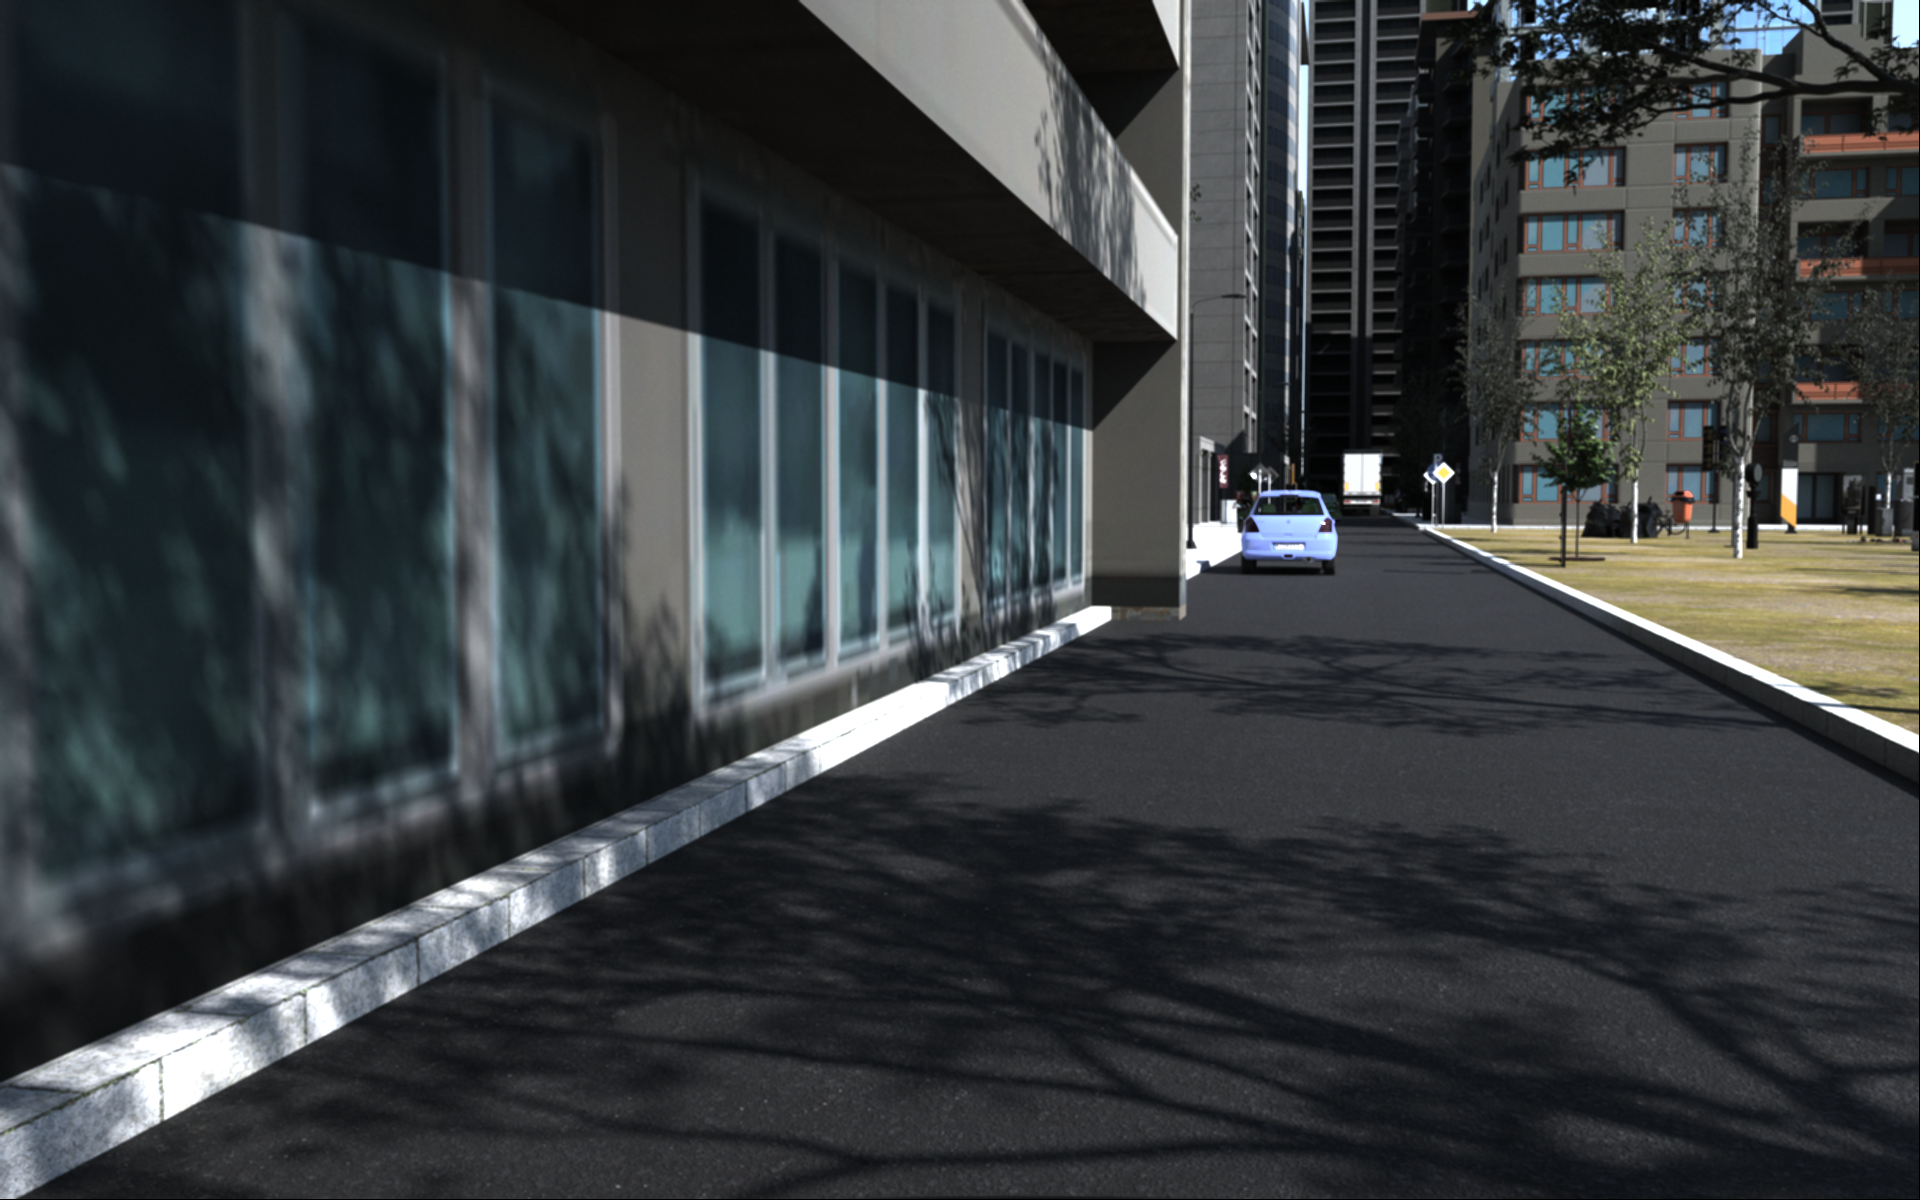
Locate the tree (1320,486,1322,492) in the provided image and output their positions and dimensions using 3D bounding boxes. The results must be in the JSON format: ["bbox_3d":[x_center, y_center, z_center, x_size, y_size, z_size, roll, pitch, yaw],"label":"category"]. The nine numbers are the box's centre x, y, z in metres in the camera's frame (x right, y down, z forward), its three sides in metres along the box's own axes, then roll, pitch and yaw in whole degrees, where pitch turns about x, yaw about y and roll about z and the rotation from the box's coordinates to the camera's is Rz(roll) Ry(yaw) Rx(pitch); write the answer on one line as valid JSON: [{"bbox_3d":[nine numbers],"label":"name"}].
[{"bbox_3d":[32.845,-10.373,164.199,1.663,3.219,1.824,0,3,0],"label":"tree"}]

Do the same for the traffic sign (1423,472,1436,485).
[{"bbox_3d":[19.252,-4.175,70.446,0.795,2.593,0.064,1,4,13],"label":"traffic sign"}]

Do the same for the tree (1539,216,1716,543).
[{"bbox_3d":[17.474,-5.807,45.300,4.737,8.622,4.395,0,3,0],"label":"tree"}]

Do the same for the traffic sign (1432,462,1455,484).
[{"bbox_3d":[17.504,-3.698,62.654,0.795,2.593,0.064,1,4,13],"label":"traffic sign"}]

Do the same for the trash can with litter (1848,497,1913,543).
[{"bbox_3d":[24.757,-2.150,46.209,2.233,1.210,1.678,0,4,3],"label":"trash can with litter"}]

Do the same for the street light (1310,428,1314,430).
[{"bbox_3d":[24.240,-9.147,122.093,1.470,5.913,1.316,1,4,13],"label":"street light"}]

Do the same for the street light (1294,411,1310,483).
[{"bbox_3d":[18.631,-7.604,96.860,1.470,5.913,1.316,1,4,13],"label":"street light"}]

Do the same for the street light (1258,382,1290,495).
[{"bbox_3d":[13.025,-6.095,72.193,1.470,5.913,1.316,1,4,13],"label":"street light"}]

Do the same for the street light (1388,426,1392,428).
[{"bbox_3d":[29.994,-8.936,118.652,1.470,5.913,1.316,1,4,13],"label":"street light"}]

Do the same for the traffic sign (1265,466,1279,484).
[{"bbox_3d":[12.821,-4.264,71.904,0.795,2.593,0.064,1,4,13],"label":"traffic sign"}]

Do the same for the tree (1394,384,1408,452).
[{"bbox_3d":[27.029,-9.147,99.915,4.360,8.622,3.978,0,3,0],"label":"tree"}]

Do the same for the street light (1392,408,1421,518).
[{"bbox_3d":[24.338,-7.428,93.996,1.470,5.913,1.316,1,4,13],"label":"street light"}]

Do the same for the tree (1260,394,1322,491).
[{"bbox_3d":[24.253,-10.829,127.423,4.360,8.622,3.978,0,3,0],"label":"tree"}]

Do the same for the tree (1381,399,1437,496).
[{"bbox_3d":[34.770,-11.245,134.223,4.737,8.622,4.395,0,3,0],"label":"tree"}]

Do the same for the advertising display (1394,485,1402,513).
[{"bbox_3d":[30.444,-7.040,120.314,0.123,1.923,0.974,-1,4,-10],"label":"advertising display"}]

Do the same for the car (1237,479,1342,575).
[{"bbox_3d":[6.111,-1.380,32.153,1.945,1.707,3.694,1,4,11],"label":"car"}]

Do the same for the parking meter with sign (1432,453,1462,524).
[{"bbox_3d":[20.998,-4.788,74.543,1.738,3.016,0.543,-3,5,-45],"label":"parking meter with sign"}]

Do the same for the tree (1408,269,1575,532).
[{"bbox_3d":[18.085,-6.573,57.835,4.360,8.622,3.978,0,3,0],"label":"tree"}]

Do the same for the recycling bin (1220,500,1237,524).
[{"bbox_3d":[11.516,-3.760,74.022,0.722,1.027,0.722,0,4,2],"label":"recycling bin"}]

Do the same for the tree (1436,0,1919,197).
[{"bbox_3d":[6.125,-4.598,9.596,8.767,10.594,7.601,-2,4,-29],"label":"tree"}]

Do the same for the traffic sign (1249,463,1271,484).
[{"bbox_3d":[11.074,-3.787,64.111,0.795,2.593,0.064,1,4,13],"label":"traffic sign"}]

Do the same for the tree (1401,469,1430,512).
[{"bbox_3d":[32.991,-7.963,124.798,1.663,3.219,1.824,0,3,0],"label":"tree"}]

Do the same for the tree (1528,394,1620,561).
[{"bbox_3d":[11.870,-2.386,33.608,1.663,3.219,1.824,0,3,0],"label":"tree"}]

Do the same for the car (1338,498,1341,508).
[{"bbox_3d":[36.896,-9.421,164.260,2.015,1.641,3.980,1,4,14],"label":"car"}]

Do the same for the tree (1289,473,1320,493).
[{"bbox_3d":[28.297,-9.089,143.203,1.663,3.219,1.824,0,3,0],"label":"tree"}]

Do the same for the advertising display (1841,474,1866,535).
[{"bbox_3d":[28.417,-3.052,55.121,0.123,1.923,0.974,-1,4,-9],"label":"advertising display"}]

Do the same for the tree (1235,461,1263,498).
[{"bbox_3d":[16.671,-6.444,99.968,1.663,3.219,1.824,0,3,0],"label":"tree"}]

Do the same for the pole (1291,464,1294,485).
[{"bbox_3d":[22.373,-7.499,116.447,0.158,3.312,0.155,0,3,0],"label":"pole"}]

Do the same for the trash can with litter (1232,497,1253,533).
[{"bbox_3d":[9.388,-2.804,57.228,0.624,1.170,1.055,1,4,19],"label":"trash can with litter"}]

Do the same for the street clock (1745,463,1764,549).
[{"bbox_3d":[18.575,-2.201,40.555,0.471,2.002,0.358,-3,4,-39],"label":"street clock"}]

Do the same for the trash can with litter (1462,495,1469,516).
[{"bbox_3d":[29.335,-5.525,101.393,2.233,1.210,1.678,-3,5,-43],"label":"trash can with litter"}]

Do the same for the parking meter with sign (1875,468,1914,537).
[{"bbox_3d":[28.512,-3.411,52.030,1.738,3.016,0.543,0,4,1],"label":"parking meter with sign"}]

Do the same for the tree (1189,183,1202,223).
[{"bbox_3d":[1.695,-4.660,26.562,4.360,8.622,3.978,0,3,0],"label":"tree"}]

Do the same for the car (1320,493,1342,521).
[{"bbox_3d":[19.328,-5.105,92.264,1.959,1.807,4.718,1,4,12],"label":"car"}]

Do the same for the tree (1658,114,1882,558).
[{"bbox_3d":[15.883,-5.153,34.620,4.360,8.622,3.978,0,3,0],"label":"tree"}]

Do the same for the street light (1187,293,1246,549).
[{"bbox_3d":[5.918,-4.141,40.244,1.470,5.913,1.316,1,4,13],"label":"street light"}]

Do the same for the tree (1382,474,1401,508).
[{"bbox_3d":[40.884,-10.329,163.483,1.663,3.219,1.824,0,3,0],"label":"tree"}]

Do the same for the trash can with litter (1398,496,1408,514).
[{"bbox_3d":[28.963,-6.237,113.362,0.624,1.170,1.055,1,4,9],"label":"trash can with litter"}]
